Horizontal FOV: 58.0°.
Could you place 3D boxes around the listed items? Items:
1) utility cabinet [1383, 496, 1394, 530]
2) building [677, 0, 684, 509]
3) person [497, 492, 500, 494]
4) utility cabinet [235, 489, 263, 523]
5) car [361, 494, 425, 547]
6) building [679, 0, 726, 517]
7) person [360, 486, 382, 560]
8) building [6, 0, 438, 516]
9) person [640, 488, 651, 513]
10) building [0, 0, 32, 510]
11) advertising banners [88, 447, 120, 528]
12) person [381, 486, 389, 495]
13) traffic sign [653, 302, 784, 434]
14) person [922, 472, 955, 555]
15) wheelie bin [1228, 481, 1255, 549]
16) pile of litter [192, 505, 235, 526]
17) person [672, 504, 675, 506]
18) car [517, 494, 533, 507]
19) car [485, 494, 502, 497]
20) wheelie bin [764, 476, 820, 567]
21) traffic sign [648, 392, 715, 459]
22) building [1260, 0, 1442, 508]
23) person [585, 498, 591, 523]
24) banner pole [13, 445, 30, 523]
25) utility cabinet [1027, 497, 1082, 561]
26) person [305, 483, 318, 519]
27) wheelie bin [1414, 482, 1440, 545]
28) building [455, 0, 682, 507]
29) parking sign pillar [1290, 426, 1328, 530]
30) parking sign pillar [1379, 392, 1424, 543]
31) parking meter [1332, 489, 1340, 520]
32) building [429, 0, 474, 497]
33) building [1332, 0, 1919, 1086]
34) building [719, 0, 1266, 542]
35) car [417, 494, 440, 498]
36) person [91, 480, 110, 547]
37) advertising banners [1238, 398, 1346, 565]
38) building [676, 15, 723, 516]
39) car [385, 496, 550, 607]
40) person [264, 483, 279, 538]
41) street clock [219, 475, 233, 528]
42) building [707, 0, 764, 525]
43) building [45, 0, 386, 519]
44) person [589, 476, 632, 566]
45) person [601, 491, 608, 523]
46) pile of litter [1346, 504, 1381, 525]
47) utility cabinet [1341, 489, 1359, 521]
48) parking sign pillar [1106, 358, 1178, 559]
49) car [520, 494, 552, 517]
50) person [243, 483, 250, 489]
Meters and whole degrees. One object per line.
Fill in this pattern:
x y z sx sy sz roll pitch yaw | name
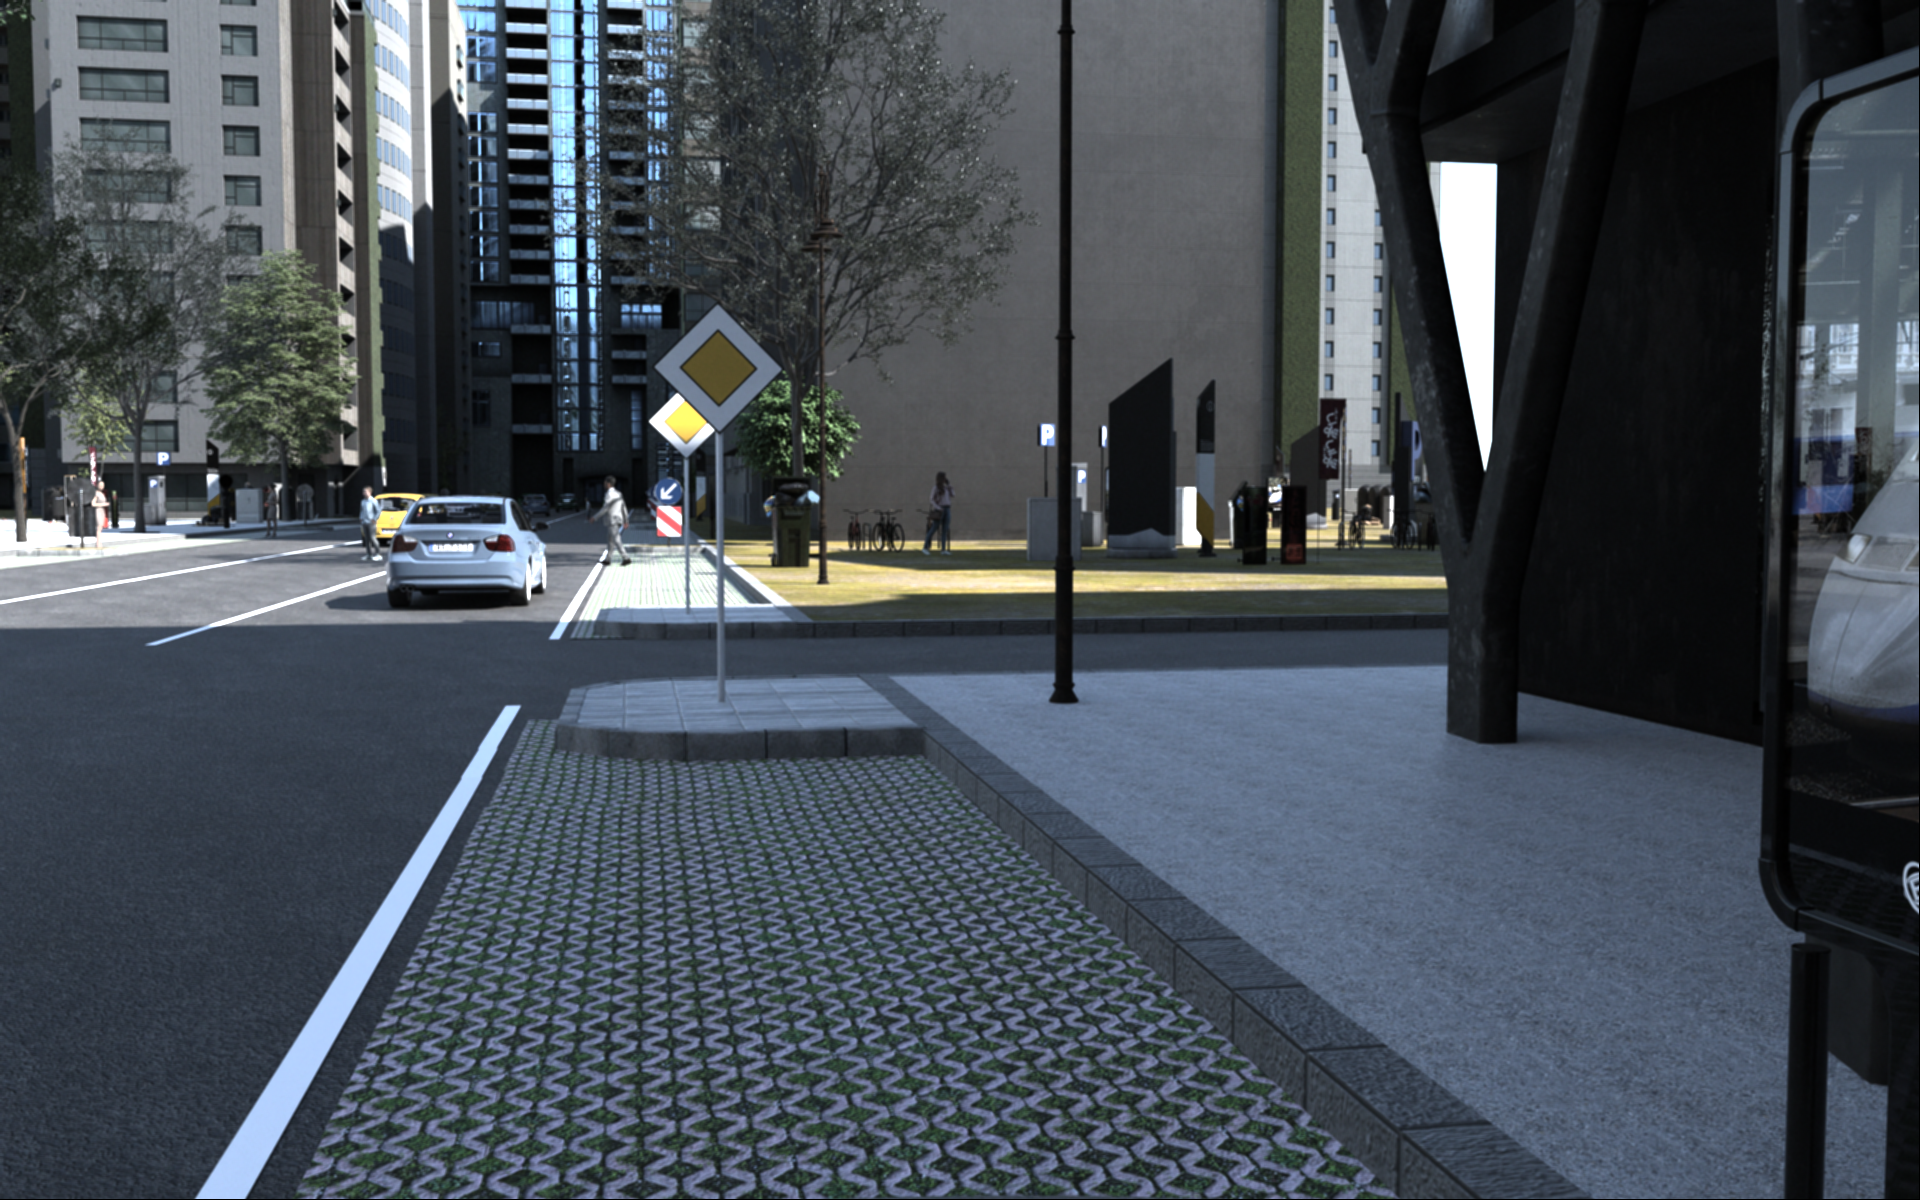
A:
15.789 -3.174 63.058 0.306 1.237 1.020 3 5 45 | utility cabinet
-14.482 -37.464 154.542 21.231 58.520 28.212 -1 4 -10 | building
-41.825 -8.977 156.738 0.593 1.643 0.415 0 4 -8 | person
-31.083 -4.102 75.742 1.173 1.500 0.318 1 4 15 | utility cabinet
-15.543 -2.330 48.321 2.015 1.641 3.980 -1 4 -9 | car
-9.825 -25.754 104.665 14.154 41.232 14.086 -1 4 -10 | building
-12.877 -1.678 37.739 0.589 1.601 0.330 2 4 35 | person
-47.810 -35.069 115.373 21.231 58.520 28.212 -1 4 -10 | building
-24.099 -7.675 133.625 1.348 1.869 0.705 1 4 12 | person
-76.761 -31.988 146.699 21.600 48.544 21.300 -1 4 -10 | building
-32.021 -4.196 64.792 0.090 3.025 2.074 0 4 1 | advertising banners
-25.091 -4.090 75.624 0.529 1.795 0.600 0 4 1 | person
-1.450 -0.514 10.601 0.795 2.593 0.064 -1 4 -10 | traffic sign
-0.473 -1.823 36.434 0.643 1.750 0.593 3 5 40 | person
6.657 -1.998 40.569 0.693 1.594 0.980 0 4 0 | wheelie bin
-29.747 -3.380 69.223 1.719 0.858 1.176 0 4 2 | pile of litter
-24.500 -8.668 147.732 0.705 1.831 1.348 1 4 23 | person
-38.739 -8.978 155.579 1.959 1.807 4.718 -1 4 -9 | car
-34.496 -7.204 128.004 2.015 1.641 3.980 -1 4 -12 | car
-2.938 -1.380 30.470 0.980 1.594 0.693 -1 4 -15 | wheelie bin
-2.892 -0.995 18.456 0.795 2.593 0.064 -1 4 -10 | traffic sign
29.339 -38.217 166.852 28.212 58.520 21.231 -1 4 -10 | building
-18.708 -4.517 87.042 0.352 1.250 0.332 2 4 24 | person
-42.167 -5.368 77.783 0.863 3.779 0.401 0 4 5 | banner pole
1.812 -1.356 33.325 1.020 1.237 0.306 -1 4 -9 | utility cabinet
-33.599 -5.112 89.468 0.795 1.843 0.661 -2 4 -33 | person
11.945 -2.207 43.999 0.980 1.594 0.693 -3 5 -41 | wheelie bin
-42.011 -53.194 182.392 31.000 86.520 22.319 -1 4 -10 | building
12.683 -4.564 63.101 1.447 3.967 1.447 0 4 5 | parking sign pillar
12.009 -3.545 46.425 1.447 3.967 1.447 2 4 29 | parking sign pillar
18.458 -4.687 85.044 0.372 1.533 0.369 0 3 0 | parking meter
-54.812 -32.280 151.484 21.600 48.544 21.300 -1 4 -10 | building
10.120 -8.338 3.778 16.820 18.784 16.811 -1 4 -10 | building
-0.565 -16.212 58.566 14.314 27.812 24.014 -1 4 -10 | building
-24.635 -4.250 79.711 2.015 1.641 3.980 -1 4 -11 | car
-21.561 -2.117 43.458 0.374 1.781 0.599 0 4 -3 | person
6.060 -2.163 31.548 2.074 3.025 0.090 -1 4 -13 | advertising banners
-9.357 -28.879 126.792 22.147 44.769 28.867 -1 4 -10 | building
-6.592 -0.693 23.334 2.014 1.417 4.499 -1 4 -9 | car
-22.693 -2.947 57.027 0.374 1.781 0.599 -3 5 -44 | person
-27.495 -3.690 64.902 0.471 2.002 0.358 -2 4 -26 | street clock
-4.584 -18.051 82.526 14.401 28.519 23.554 -1 4 -10 | building
-40.099 -19.779 95.086 14.160 30.474 14.107 -1 4 -10 | building
-6.898 -1.571 34.457 0.850 1.792 0.678 1 4 18 | person
-17.120 -4.599 84.053 0.624 1.780 0.694 -1 4 -9 | person
16.899 -3.532 71.712 1.719 0.858 1.176 1 4 20 | pile of litter
18.390 -4.410 80.776 1.173 1.500 0.318 0 4 6 | utility cabinet
3.663 -2.834 34.803 1.447 3.967 1.447 2 4 24 | parking sign pillar
-27.220 -6.064 111.141 2.014 1.417 4.499 -1 4 -12 | car
-32.194 -4.401 78.176 0.661 1.801 0.590 -2 4 -26 | person
